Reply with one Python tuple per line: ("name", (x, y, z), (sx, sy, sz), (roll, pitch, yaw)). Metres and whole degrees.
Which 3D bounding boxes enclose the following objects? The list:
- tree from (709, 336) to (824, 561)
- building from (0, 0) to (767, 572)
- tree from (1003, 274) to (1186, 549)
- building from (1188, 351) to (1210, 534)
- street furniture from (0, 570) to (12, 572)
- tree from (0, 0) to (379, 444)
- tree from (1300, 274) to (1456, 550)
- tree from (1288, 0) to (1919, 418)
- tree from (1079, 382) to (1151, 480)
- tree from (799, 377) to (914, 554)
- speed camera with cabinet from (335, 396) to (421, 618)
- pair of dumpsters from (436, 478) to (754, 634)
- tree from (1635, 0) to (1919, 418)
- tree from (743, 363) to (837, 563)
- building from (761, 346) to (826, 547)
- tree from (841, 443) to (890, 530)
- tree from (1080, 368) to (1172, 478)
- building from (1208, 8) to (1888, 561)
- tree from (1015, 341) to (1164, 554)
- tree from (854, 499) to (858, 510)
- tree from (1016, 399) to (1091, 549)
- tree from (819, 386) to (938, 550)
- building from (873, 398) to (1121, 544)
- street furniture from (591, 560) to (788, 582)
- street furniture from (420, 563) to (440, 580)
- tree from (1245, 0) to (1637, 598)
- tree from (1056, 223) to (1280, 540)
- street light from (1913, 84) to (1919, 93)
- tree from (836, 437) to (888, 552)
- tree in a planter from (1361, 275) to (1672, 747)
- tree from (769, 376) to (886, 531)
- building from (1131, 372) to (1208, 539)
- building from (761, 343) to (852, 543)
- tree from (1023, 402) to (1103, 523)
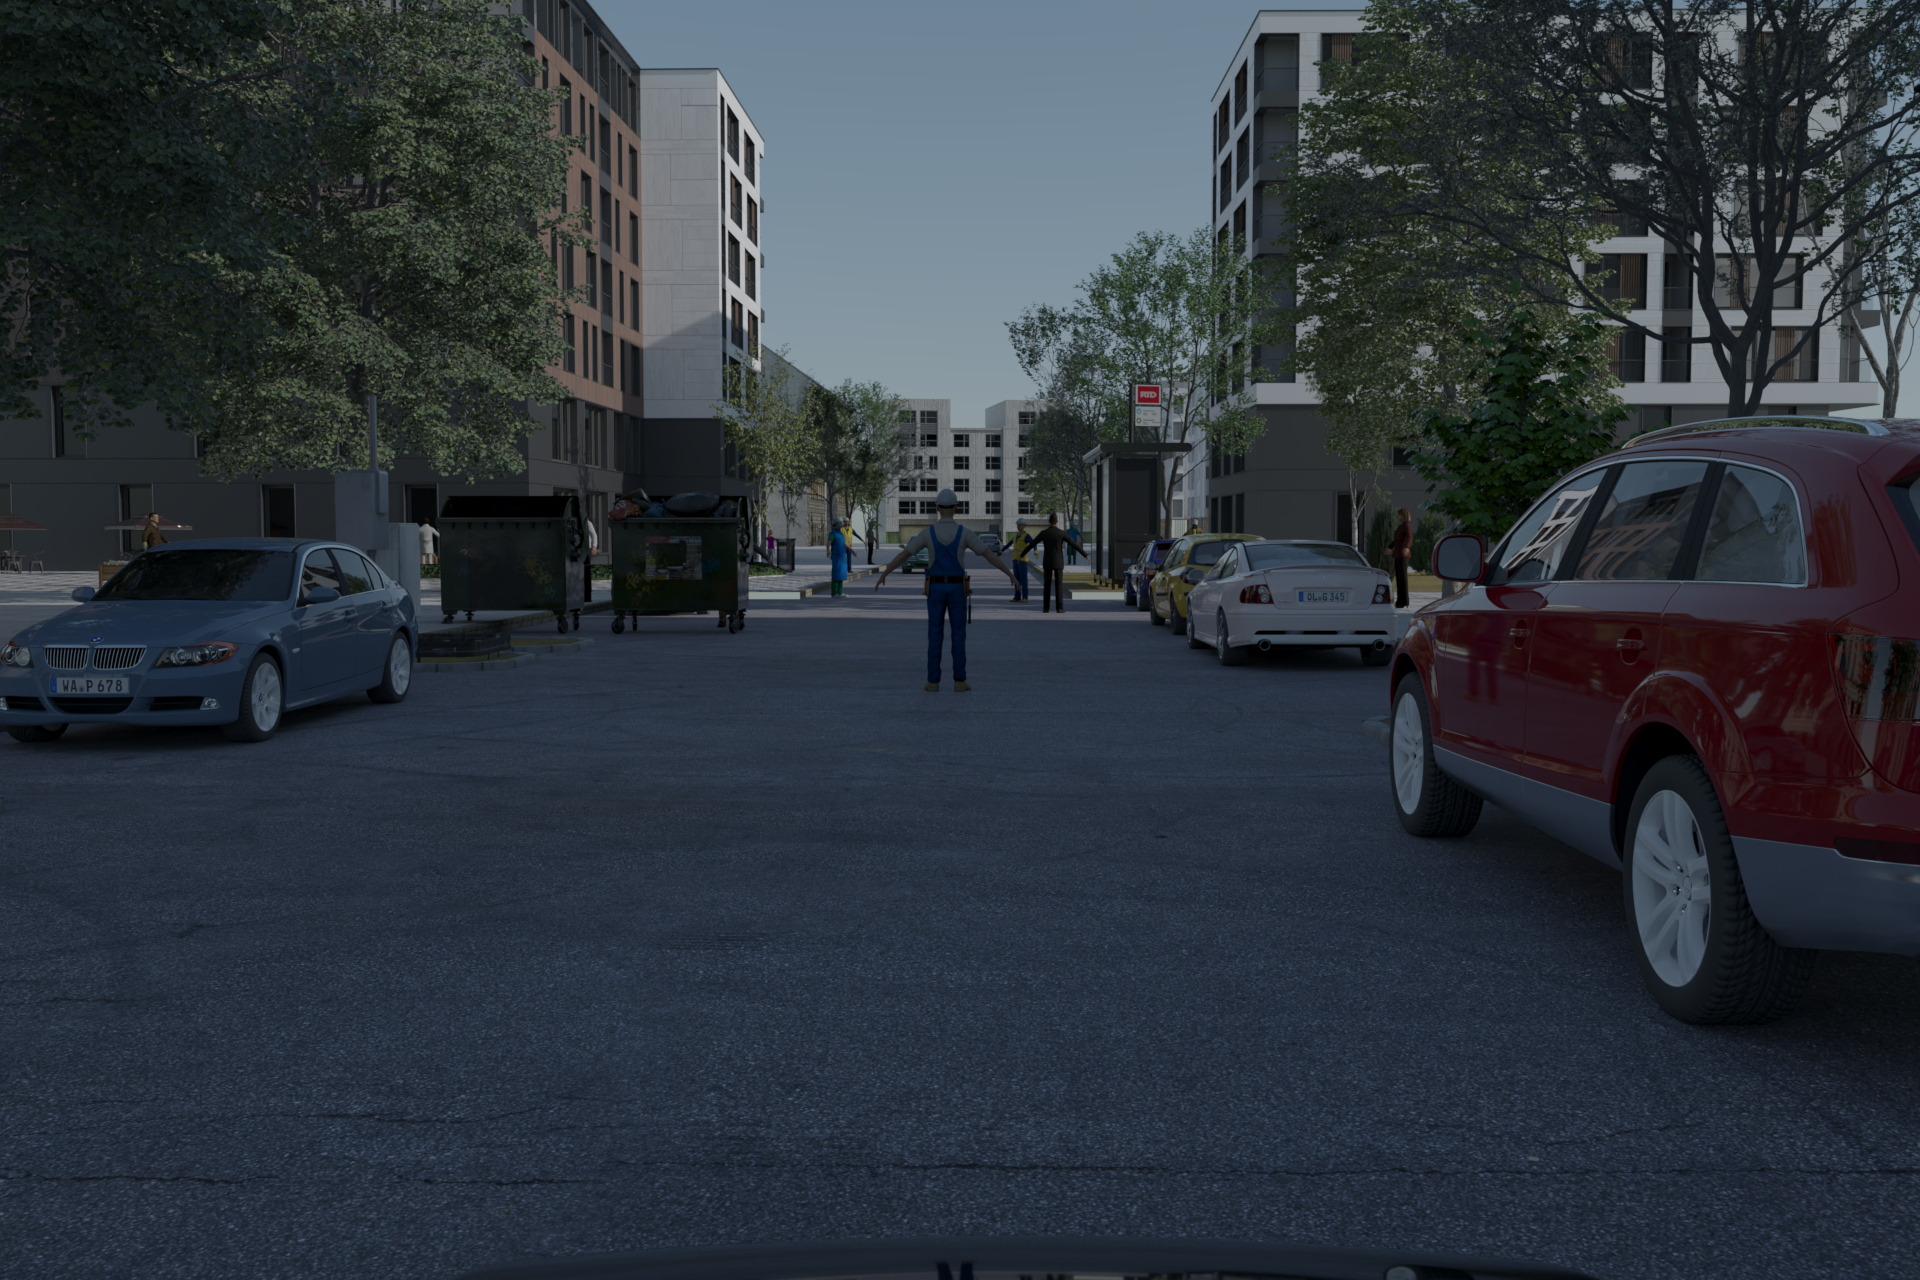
("tree", (-7.393, -7.038, 65.439), (4.737, 8.622, 4.395), (0, 3, 0))
("building", (-24.574, -14.105, 74.588), (27.936, 21.610, 32.646), (0, 4, 2))
("tree", (9.839, -16.465, 125.093), (12.611, 20.169, 13.585), (0, 3, 0))
("building", (28.896, -19.756, 179.429), (16.016, 20.090, 11.380), (0, 4, 1))
("street furniture", (-31.697, -2.599, 49.341), (11.010, 1.723, 9.812), (2, 4, 25))
("tree", (-11.225, -6.818, 18.129), (9.857, 13.997, 8.962), (0, 3, 0))
("tree", (10.687, -5.938, 47.444), (4.360, 8.622, 3.978), (0, 3, 0))
("tree", (9.849, -6.808, 21.681), (12.009, 13.543, 11.850), (0, 3, 0))
("tree", (8.020, -8.118, 83.093), (4.360, 8.622, 3.978), (0, 3, 0))
("tree", (-7.201, -11.473, 113.343), (9.928, 11.665, 9.643), (0, 3, 0))
("speed camera with cabinet", (-8.582, -1.909, 25.547), (0.660, 3.252, 2.038), (0, 4, 1))
("pair of dumpsters", (-5.279, -1.239, 25.213), (4.436, 2.255, 1.574), (0, 4, 1))
("tree", (25.399, -11.878, 50.090), (12.611, 20.169, 13.585), (0, 3, 0))
("tree", (-7.728, -7.638, 75.237), (4.360, 8.622, 3.978), (0, 3, 0))
("building", (-24.216, -21.445, 181.555), (19.493, 23.208, 18.063), (0, 4, 1))
("tree", (-7.243, -11.259, 134.448), (4.737, 8.622, 4.395), (0, 3, 0))
("tree", (8.005, -7.700, 76.252), (4.360, 8.622, 3.978), (0, 3, 0))
("building", (25.780, -14.686, 84.087), (27.936, 21.610, 32.646), (0, 4, 1))
("tree", (8.414, -12.183, 109.563), (12.009, 13.543, 11.850), (0, 3, 0))
("tree", (-15.382, -17.223, 231.953), (4.737, 8.622, 4.395), (0, 3, 0))
("tree", (8.420, -13.848, 144.547), (7.486, 12.596, 7.792), (0, 3, 0))
("tree", (-6.914, -14.257, 143.474), (12.009, 13.543, 11.850), (0, 3, 0))
("building", (4.745, -22.355, 234.425), (31.486, 18.905, 16.747), (-1, 4, -8))
("street furniture", (-8.111, -2.073, 49.523), (5.734, 0.657, 10.072), (0, 4, 8))
("street furniture", (-16.725, -2.134, 50.518), (10.072, 0.657, 5.734), (0, 4, 1))
("tree", (9.312, -7.080, 33.887), (7.486, 12.596, 7.792), (0, 3, 0))
("tree", (7.083, -8.138, 58.817), (9.928, 11.665, 9.643), (0, 3, 0))
("street light", (7.766, -2.463, 13.056), (0.468, 5.910, 1.993), (0, 4, 1))
("tree", (-7.005, -10.791, 126.801), (4.737, 8.622, 4.395), (0, 3, 0))
("tree in a planter", (3.882, -0.904, 12.005), (1.991, 3.239, 1.994), (0, 4, 1))
("tree", (-7.832, -10.303, 102.868), (7.601, 10.594, 8.767), (0, 4, 6))
("building", (24.861, -21.142, 202.097), (16.016, 20.090, 11.380), (0, 4, 1))
("building", (-22.808, -22.772, 203.244), (19.493, 23.208, 18.063), (0, 4, 2))
("tree", (8.720, -12.886, 136.440), (9.928, 11.665, 9.643), (0, 3, 0))
